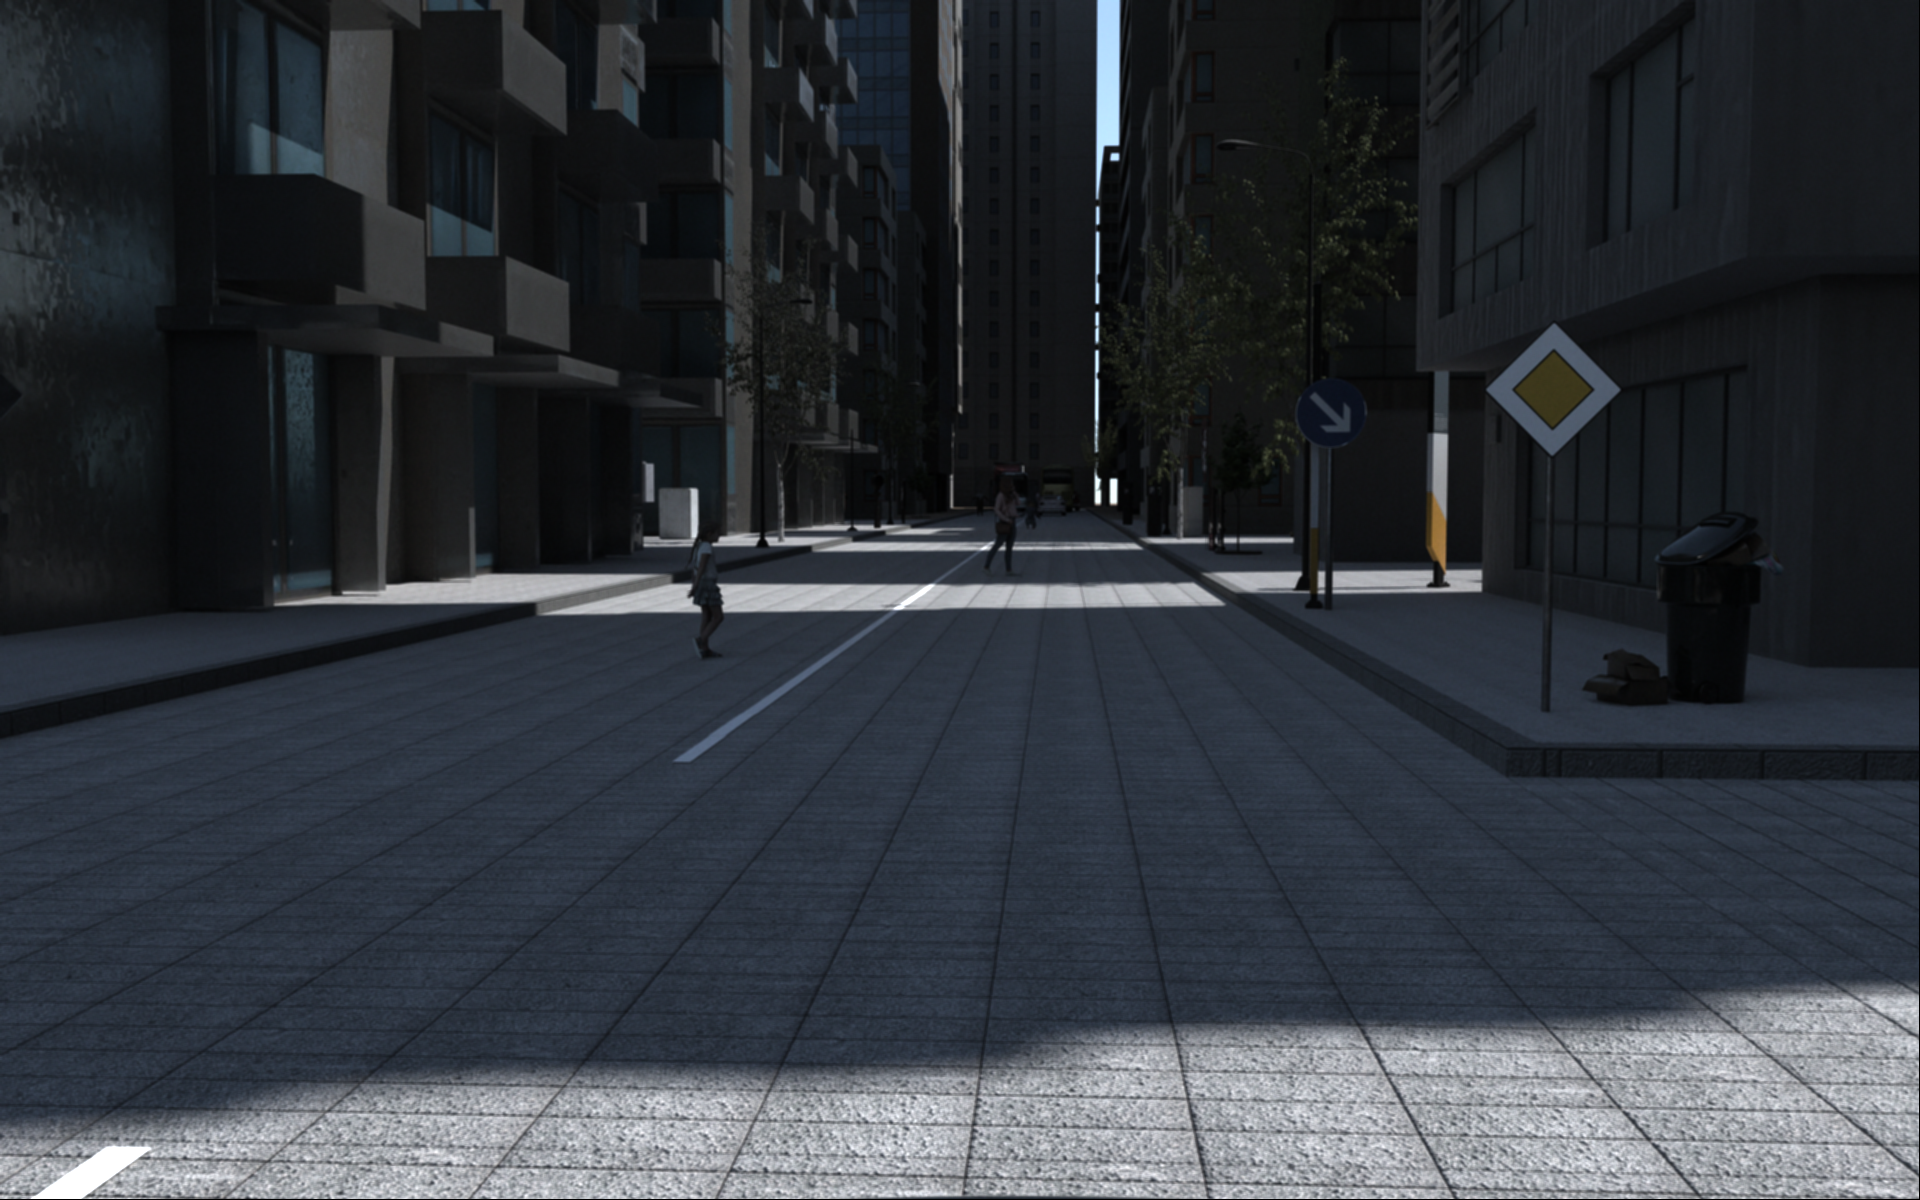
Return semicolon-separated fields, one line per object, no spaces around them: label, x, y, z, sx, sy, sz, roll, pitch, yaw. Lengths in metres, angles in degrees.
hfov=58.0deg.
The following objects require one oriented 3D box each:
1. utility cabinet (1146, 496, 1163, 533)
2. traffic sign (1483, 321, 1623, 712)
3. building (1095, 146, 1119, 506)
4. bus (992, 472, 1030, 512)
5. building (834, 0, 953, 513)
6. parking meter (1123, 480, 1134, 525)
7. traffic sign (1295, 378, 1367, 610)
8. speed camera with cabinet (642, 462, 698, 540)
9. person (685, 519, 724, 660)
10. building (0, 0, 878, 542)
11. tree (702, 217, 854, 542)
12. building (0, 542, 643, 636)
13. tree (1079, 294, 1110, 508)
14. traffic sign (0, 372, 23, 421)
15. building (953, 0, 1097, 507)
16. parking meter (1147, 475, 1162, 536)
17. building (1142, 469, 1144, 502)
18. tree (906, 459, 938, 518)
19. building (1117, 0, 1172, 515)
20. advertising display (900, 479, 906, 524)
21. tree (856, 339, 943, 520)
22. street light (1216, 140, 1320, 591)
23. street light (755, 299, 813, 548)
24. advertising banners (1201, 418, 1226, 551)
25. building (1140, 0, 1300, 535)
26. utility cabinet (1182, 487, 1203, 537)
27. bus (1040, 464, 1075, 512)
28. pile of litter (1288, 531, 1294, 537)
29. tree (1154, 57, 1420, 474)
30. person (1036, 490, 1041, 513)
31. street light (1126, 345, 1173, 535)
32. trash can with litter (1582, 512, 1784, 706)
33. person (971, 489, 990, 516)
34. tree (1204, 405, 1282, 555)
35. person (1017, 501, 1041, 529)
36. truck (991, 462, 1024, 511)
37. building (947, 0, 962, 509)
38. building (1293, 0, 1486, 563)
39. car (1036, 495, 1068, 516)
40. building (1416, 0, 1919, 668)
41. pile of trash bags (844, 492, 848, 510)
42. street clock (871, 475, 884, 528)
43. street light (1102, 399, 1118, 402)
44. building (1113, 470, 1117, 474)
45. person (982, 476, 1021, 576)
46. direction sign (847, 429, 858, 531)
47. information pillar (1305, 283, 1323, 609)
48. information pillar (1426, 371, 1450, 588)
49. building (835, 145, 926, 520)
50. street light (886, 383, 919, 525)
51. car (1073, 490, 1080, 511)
utility cabinet;6.372;-2.792;56.817;0.306;1.237;1.020;-1;4;-9
traffic sign;3.449;-0.398;10.146;0.795;2.450;0.064;0;4;3
building;26.477;-30.076;183.623;23.993;40.220;32.217;0;4;3
bus;4.292;-8.913;140.582;2.948;3.499;13.247;0;4;3
building;-7.883;-28.840;121.640;14.600;45.320;14.200;0;4;3
parking meter;7.027;-4.080;72.417;0.399;1.863;0.255;2;4;32
traffic sign;4.087;-1.164;19.130;0.768;2.556;0.104;1;4;13
speed camera with cabinet;-8.486;-3.357;49.228;2.038;3.252;0.660;1;4;16
person;-2.279;-0.100;15.151;0.382;1.210;0.505;-2;4;-29
building;-15.834;-27.193;64.221;23.786;49.044;30.456;0;4;3
tree;-4.786;-5.856;46.103;4.360;8.622;3.978;0;3;0
building;-17.528;-24.848;25.871;23.786;49.044;30.456;0;4;3
tree;6.036;-6.045;49.205;4.737;8.622;4.395;0;3;0
traffic sign;-6.178;-0.433;10.726;0.795;2.450;0.064;0;4;3
building;-0.096;-39.011;179.828;28.212;58.520;21.231;0;4;3
parking meter;5.918;-2.870;52.637;0.399;1.863;0.255;3;5;43
building;20.916;-40.158;94.830;20.563;71.187;20.611;0;4;3
tree;-2.251;-6.082;94.048;1.663;3.219;1.824;0;3;0
building;21.779;-30.174;117.050;21.300;48.544;21.600;0;4;3
advertising display;-2.463;-4.269;75.017;0.123;1.923;0.974;-1;4;-8
tree;-3.092;-8.121;83.148;4.737;8.622;4.395;0;3;0
street light;4.062;-3.079;22.878;1.470;5.913;1.316;0;4;3
street light;-4.201;-4.209;41.355;1.470;5.913;1.316;0;4;3
advertising banners;5.728;-2.635;39.269;0.090;3.025;2.074;0;4;-6
building;21.621;-13.604;67.463;27.650;21.520;28.899;0;4;3
utility cabinet;6.851;-2.618;51.487;0.318;1.500;1.173;2;4;30
bus;7.848;-9.047;139.461;2.896;3.916;12.252;0;4;3
pile of litter;10.311;-2.295;51.492;1.176;0.858;1.719;2;4;33
tree;5.669;-4.811;29.024;4.737;8.622;4.395;0;3;0
person;5.551;-6.877;121.875;0.436;1.711;0.756;0;4;2
street light;5.945;-4.989;54.114;1.470;5.913;1.316;0;4;3
trash can with litter;4.432;0.046;10.640;1.055;1.170;0.624;-1;4;-18
person;1.328;-6.347;113.010;1.217;1.736;0.721;-1;4;-10
tree;5.860;-2.593;37.000;1.663;3.219;1.824;0;3;0
person;2.831;-3.509;71.376;1.012;1.151;0.738;0;4;4
truck;4.341;-10.126;154.471;2.839;4.237;11.283;0;4;3
building;-13.512;-34.103;146.828;27.495;52.752;28.713;0;4;3
building;14.323;-16.295;38.117;14.160;30.474;14.107;0;4;3
car;6.135;-6.300;115.367;2.083;1.381;4.827;0;4;3
building;12.425;-20.230;14.358;14.086;41.232;14.154;0;4;3
pile of trash bags;-7.169;-4.596;84.897;3.447;1.369;1.912;1;4;11
street clock;-3.115;-3.713;65.269;0.471;2.002;0.358;-3;4;-37
street light;7.631;-6.874;84.924;1.470;5.913;1.316;0;4;3
building;24.895;-32.005;142.896;23.786;49.044;30.456;0;4;3
person;0.729;-1.301;30.357;0.643;1.750;0.593;2;4;26
direction sign;-3.787;-4.207;60.778;0.379;3.537;0.876;0;4;-5
information pillar;4.011;-1.722;19.504;0.183;3.616;0.504;1;4;13
information pillar;6.543;-1.979;23.706;0.183;3.616;0.504;3;5;40
building;-16.880;-15.666;101.182;27.650;21.520;28.899;0;4;3
street light;-2.391;-6.117;72.558;1.470;5.913;1.316;0;4;3
car;9.256;-8.596;149.223;2.281;1.827;5.304;0;4;2
